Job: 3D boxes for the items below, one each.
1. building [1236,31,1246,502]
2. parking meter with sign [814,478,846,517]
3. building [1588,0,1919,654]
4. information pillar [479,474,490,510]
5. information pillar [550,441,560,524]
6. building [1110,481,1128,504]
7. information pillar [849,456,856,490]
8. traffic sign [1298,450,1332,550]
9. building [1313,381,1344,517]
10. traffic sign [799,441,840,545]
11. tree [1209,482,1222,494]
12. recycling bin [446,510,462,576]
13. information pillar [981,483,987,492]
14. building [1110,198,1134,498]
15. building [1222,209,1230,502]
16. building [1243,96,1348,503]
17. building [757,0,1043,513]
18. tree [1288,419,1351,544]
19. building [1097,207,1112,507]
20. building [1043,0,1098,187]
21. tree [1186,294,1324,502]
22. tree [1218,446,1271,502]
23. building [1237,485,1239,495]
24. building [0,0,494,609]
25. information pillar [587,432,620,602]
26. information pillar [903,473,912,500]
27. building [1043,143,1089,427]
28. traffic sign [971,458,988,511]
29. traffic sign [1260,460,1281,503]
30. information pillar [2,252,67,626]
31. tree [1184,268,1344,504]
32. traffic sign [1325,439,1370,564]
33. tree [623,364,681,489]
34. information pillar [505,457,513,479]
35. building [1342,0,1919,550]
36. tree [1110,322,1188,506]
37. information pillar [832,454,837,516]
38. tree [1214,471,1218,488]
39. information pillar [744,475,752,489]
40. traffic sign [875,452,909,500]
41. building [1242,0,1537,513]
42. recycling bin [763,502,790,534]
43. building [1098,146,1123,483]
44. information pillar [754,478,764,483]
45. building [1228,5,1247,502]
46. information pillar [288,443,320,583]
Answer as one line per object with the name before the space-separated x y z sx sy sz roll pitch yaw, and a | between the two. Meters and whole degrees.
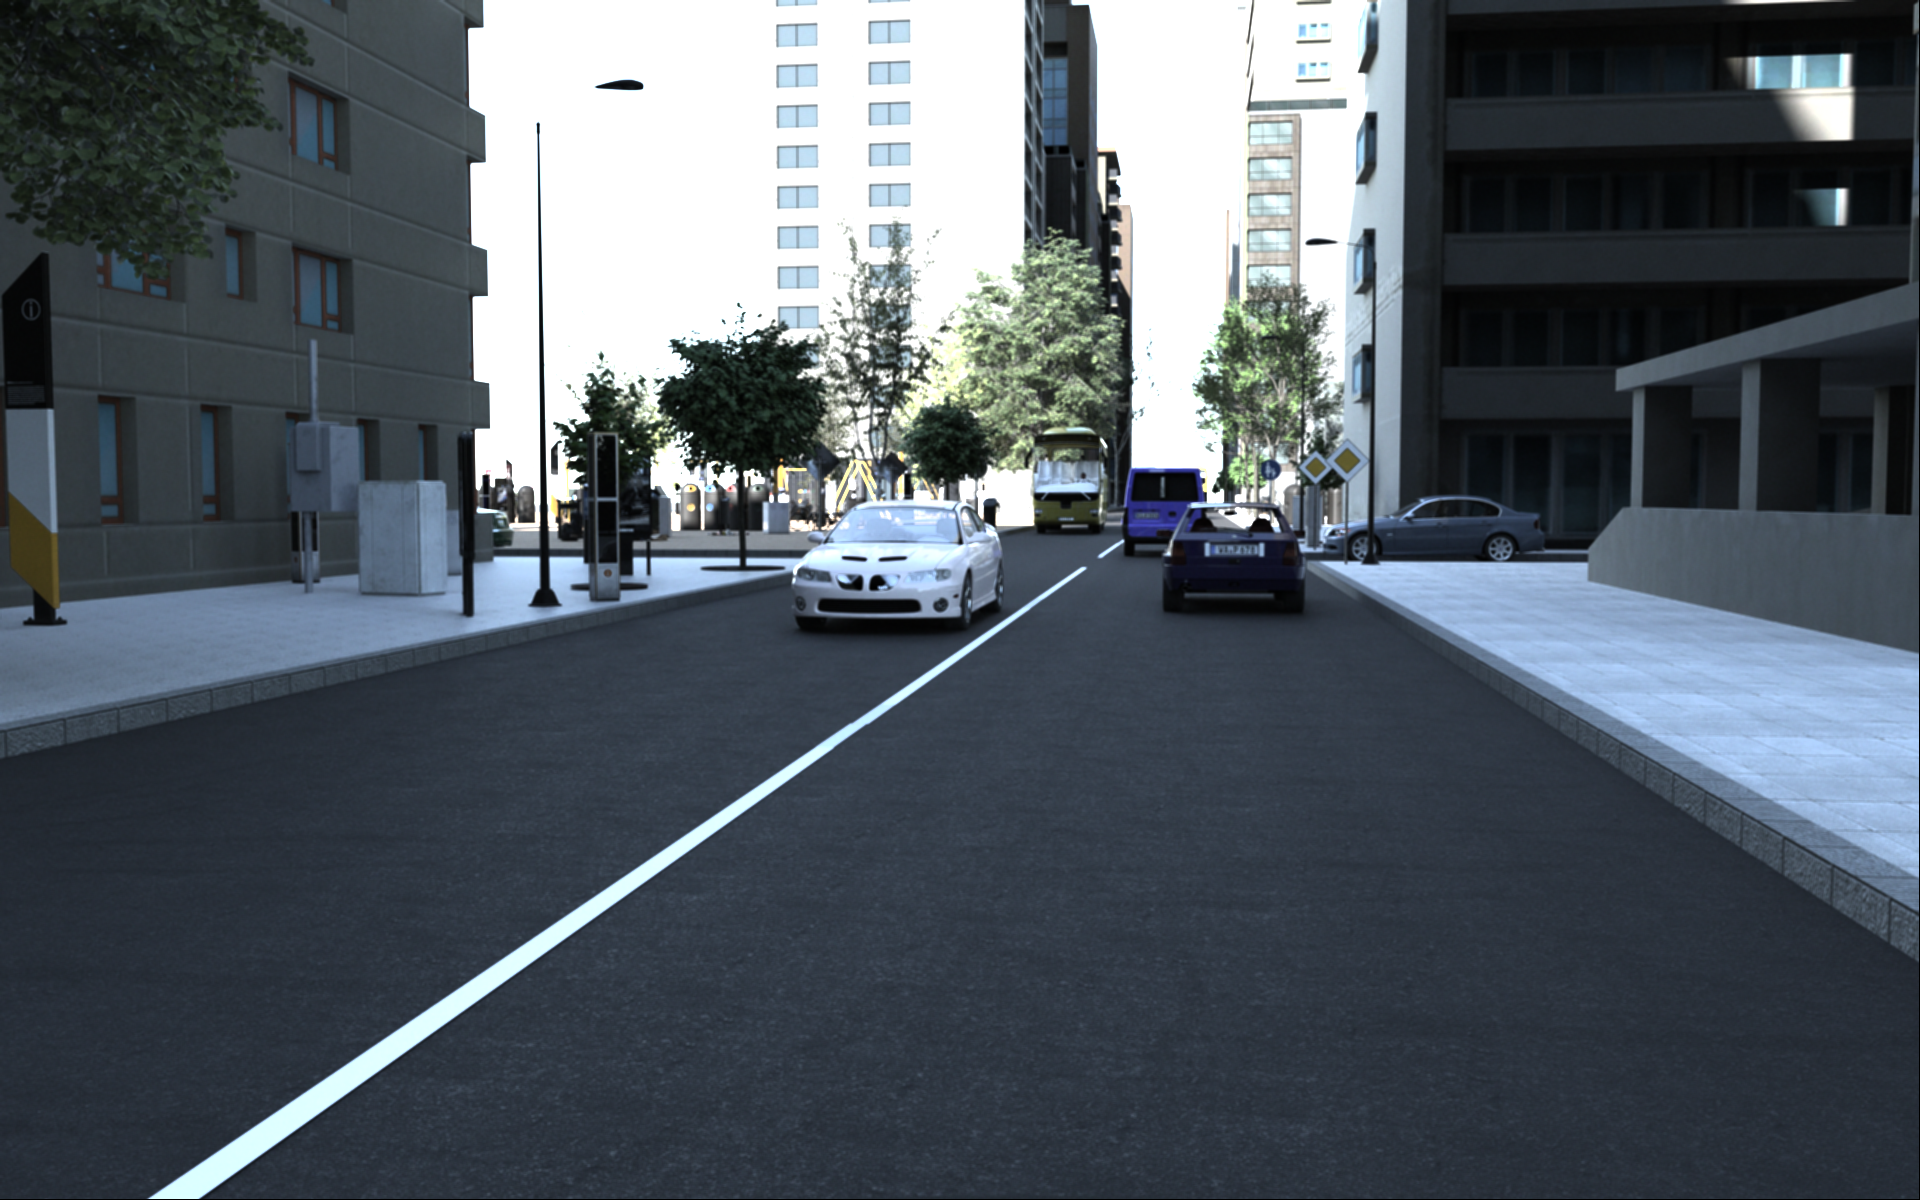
building | 33.627 -31.474 164.704 14.600 45.320 14.200 0 4 8
parking meter with sign | -7.147 -6.060 95.336 1.738 3.016 0.543 0 4 -6
building | 24.317 -19.784 15.347 32.217 40.220 23.993 0 4 8
information pillar | -17.188 -3.559 62.681 0.304 2.012 0.304 -2 4 -31
information pillar | -17.453 -5.093 74.617 0.183 3.616 0.504 2 4 32
building | 7.680 -33.639 241.885 32.217 40.220 23.993 0 4 8
information pillar | -5.945 -6.400 95.991 0.183 3.616 0.504 -3 4 -38
traffic sign | 8.100 -2.192 39.490 0.795 2.450 0.064 0 4 8
building | 31.262 -47.537 89.900 22.319 86.520 31.000 0 4 8
traffic sign | -2.660 -1.788 32.882 0.795 2.450 0.064 0 4 8
tree | 35.662 -15.182 242.828 1.663 3.219 1.824 0 3 0
recycling bin | -8.335 -0.910 27.427 0.722 1.027 0.722 -2 4 -32
information pillar | 1.573 -6.650 113.221 0.304 2.012 0.304 1 4 17
building | 18.890 -37.308 260.088 14.600 45.320 14.200 0 4 8
building | 46.952 -37.477 262.858 14.600 45.320 14.200 0 4 8
building | 28.384 -21.905 129.852 14.160 30.474 14.107 0 4 8
building | -2.305 -42.065 126.013 20.563 71.187 20.611 0 4 8
tree | 9.283 -3.070 44.795 1.663 3.219 1.824 0 3 0
building | 7.671 -24.499 172.255 14.160 30.474 14.107 0 4 8
building | 5.231 -31.056 157.874 14.600 45.320 14.200 0 4 8
tree | 15.404 -10.087 90.672 9.928 11.665 9.643 0 3 0
tree | 20.001 -8.252 118.639 4.285 4.588 4.351 0 3 0
building | 35.808 -30.287 178.780 14.154 41.232 14.086 0 4 8
building | -25.064 -10.742 20.678 28.899 21.520 27.650 0 4 8
information pillar | -4.273 -0.996 20.772 0.304 2.012 0.304 -2 4 -28
information pillar | -1.835 -3.414 60.305 0.304 2.012 0.304 0 4 -8
building | 3.264 -22.770 143.996 14.160 30.474 14.107 0 4 8
traffic sign | 0.540 -3.525 57.732 0.768 2.556 0.104 1 4 14
traffic sign | 11.467 -3.907 63.985 0.768 2.556 0.104 1 4 15
information pillar | -9.059 -1.563 16.903 0.504 3.616 0.183 1 4 12
tree | 12.882 -8.438 72.374 8.767 10.594 7.601 3 5 45
traffic sign | 7.046 -1.708 31.574 0.795 2.450 0.064 0 4 8
tree | -16.920 -8.977 97.136 4.737 8.622 4.395 0 3 0
information pillar | -28.564 -7.242 109.757 0.504 3.616 0.183 0 4 0
building | 21.836 -25.906 47.267 21.600 48.544 21.300 0 4 8
tree | 18.485 -20.413 189.649 12.611 20.169 13.585 0 3 0
information pillar | -7.419 -6.780 102.213 0.183 3.616 0.504 1 4 15
tree | 30.575 -13.076 197.499 4.285 4.588 4.351 0 3 0
information pillar | -8.187 -3.789 66.434 0.304 2.012 0.304 2 4 35
traffic sign | -1.606 -2.273 40.798 0.795 2.450 0.064 0 4 8
building | 35.140 -31.968 146.381 21.300 48.544 21.600 0 4 8
recycling bin | -5.945 -2.657 55.996 0.722 1.027 0.722 -1 4 -20
building | 8.636 -34.242 214.472 22.147 44.769 28.867 0 4 8
information pillar | -8.365 -4.933 72.015 0.504 3.616 0.183 2 4 29
building | 43.422 -40.903 210.769 21.231 58.520 28.212 0 4 8
information pillar | -9.454 -1.253 24.976 0.304 2.012 0.304 3 5 44
